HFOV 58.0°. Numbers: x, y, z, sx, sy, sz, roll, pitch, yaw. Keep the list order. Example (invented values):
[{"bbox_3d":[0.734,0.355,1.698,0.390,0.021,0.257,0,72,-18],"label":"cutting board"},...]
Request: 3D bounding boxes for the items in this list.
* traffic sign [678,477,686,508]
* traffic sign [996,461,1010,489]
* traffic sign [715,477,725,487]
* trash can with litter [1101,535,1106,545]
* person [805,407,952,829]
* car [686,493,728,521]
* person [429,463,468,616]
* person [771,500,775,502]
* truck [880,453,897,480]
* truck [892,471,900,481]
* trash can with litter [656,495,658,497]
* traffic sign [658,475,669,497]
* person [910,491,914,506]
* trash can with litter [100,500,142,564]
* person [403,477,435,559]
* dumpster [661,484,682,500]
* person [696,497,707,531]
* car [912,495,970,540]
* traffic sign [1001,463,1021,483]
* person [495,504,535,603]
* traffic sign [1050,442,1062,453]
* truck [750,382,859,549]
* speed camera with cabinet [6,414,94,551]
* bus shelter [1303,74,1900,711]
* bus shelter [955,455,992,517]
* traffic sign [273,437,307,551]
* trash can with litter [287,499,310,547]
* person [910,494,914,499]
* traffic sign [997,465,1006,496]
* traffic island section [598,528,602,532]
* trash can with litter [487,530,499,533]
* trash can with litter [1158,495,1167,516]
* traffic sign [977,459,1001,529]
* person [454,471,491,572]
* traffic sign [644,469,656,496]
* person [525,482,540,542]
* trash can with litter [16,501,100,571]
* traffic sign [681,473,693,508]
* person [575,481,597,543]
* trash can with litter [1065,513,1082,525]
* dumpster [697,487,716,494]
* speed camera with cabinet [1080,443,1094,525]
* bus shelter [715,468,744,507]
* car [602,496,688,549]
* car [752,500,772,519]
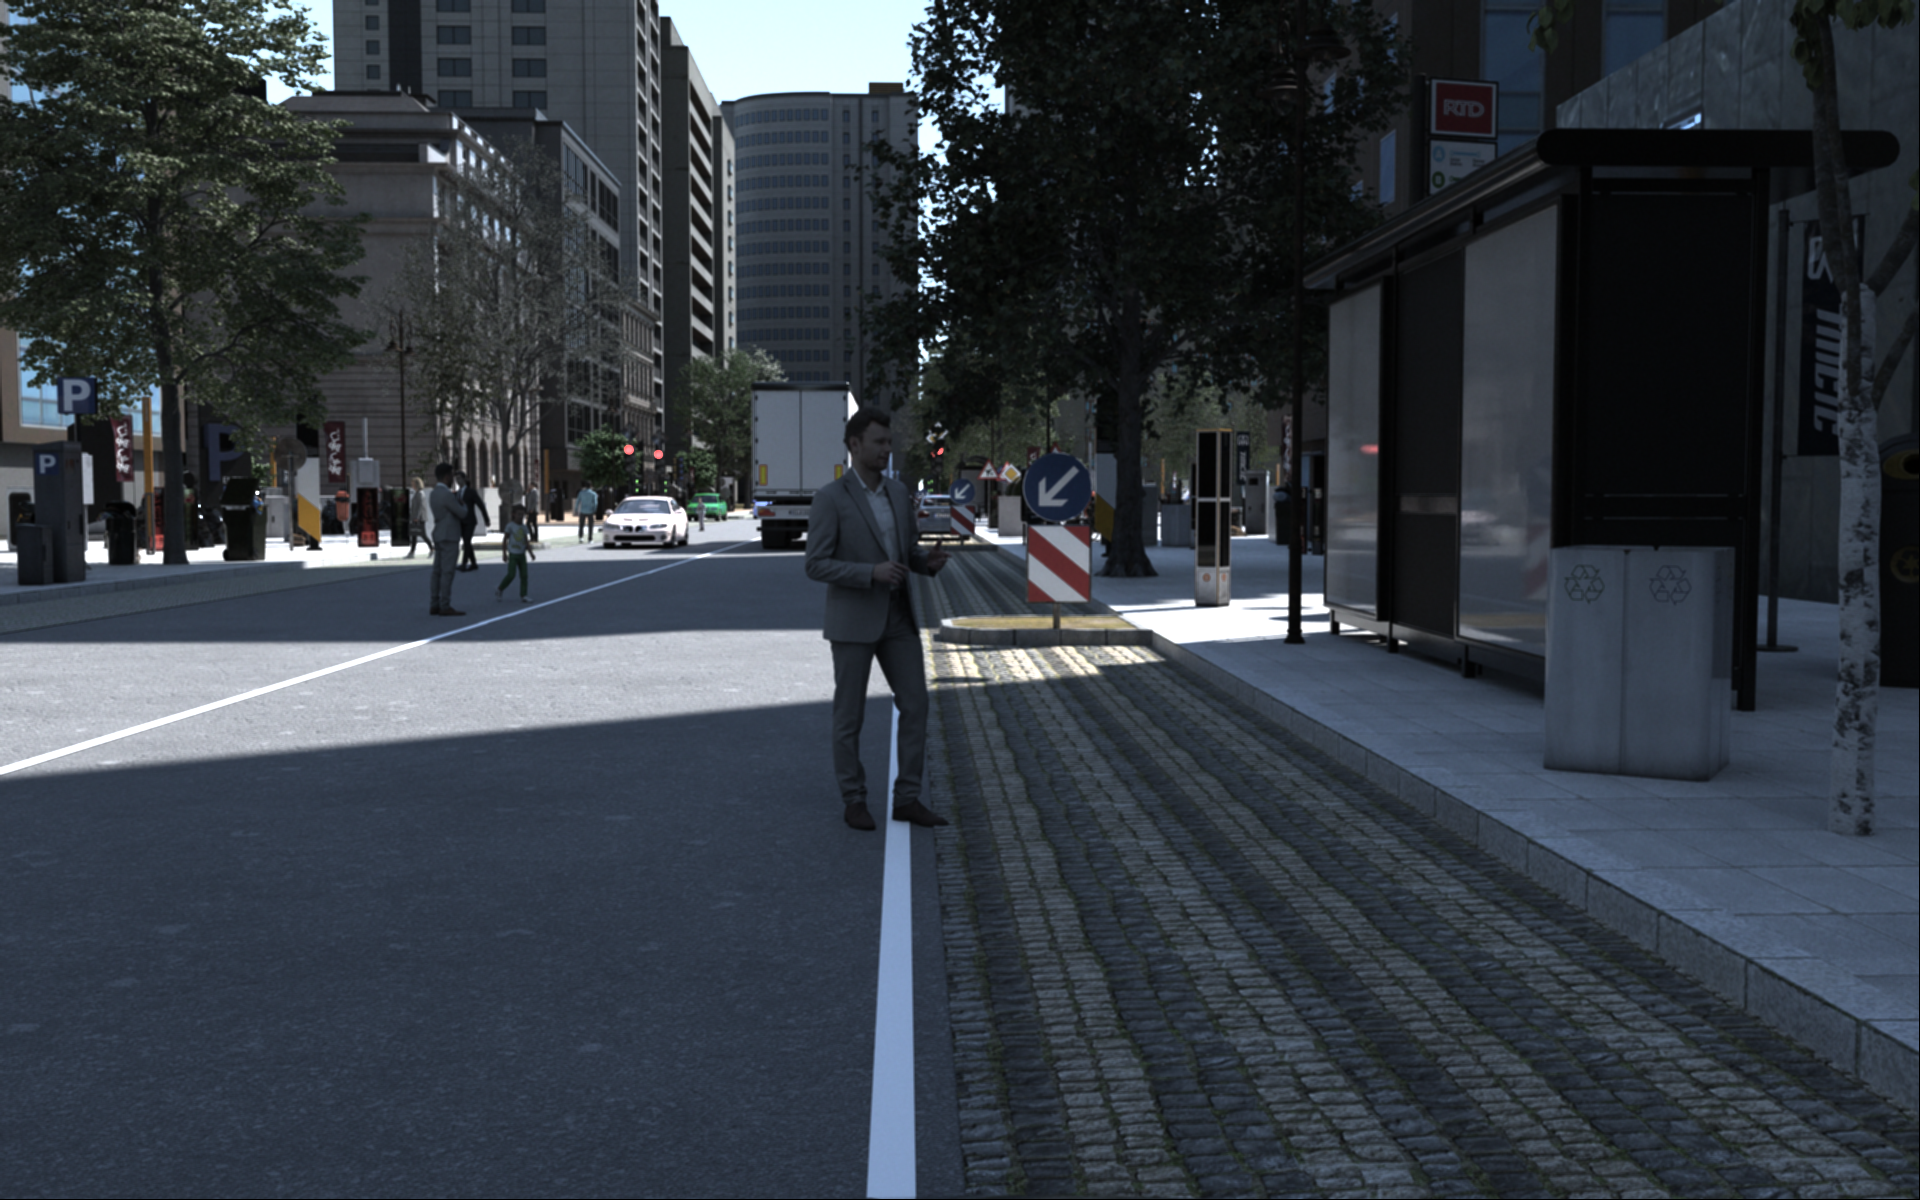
[{"bbox_3d":[-17.142,-6.394,106.674,0.606,2.300,0.079,0,4,0],"label":"traffic sign"},{"bbox_3d":[1.851,-4.156,67.948,0.884,2.594,0.081,0,4,7],"label":"traffic sign"},{"bbox_3d":[-18.096,-7.987,130.698,0.768,2.556,0.104,0,4,-1],"label":"traffic sign"},{"bbox_3d":[3.988,-1.969,43.576,1.055,1.170,0.624,-1,4,-12],"label":"trash can with litter"},{"bbox_3d":[-0.324,0.080,7.397,0.583,1.804,0.606,3,5,43],"label":"person"},{"bbox_3d":[-13.384,-5.062,91.562,1.959,1.807,4.718,0,4,-1],"label":"car"},{"bbox_3d":[-6.042,-0.725,20.542,0.511,1.800,0.466,3,4,37],"label":"person"},{"bbox_3d":[-9.027,-4.674,85.263,0.374,1.781,0.599,-3,5,-43],"label":"person"},{"bbox_3d":[-4.846,-6.229,91.597,2.967,4.110,18.799,0,4,-2],"label":"truck"},{"bbox_3d":[-7.838,-12.509,194.276,2.967,4.110,18.799,0,4,-2],"label":"truck"},{"bbox_3d":[-21.063,-6.651,119.799,1.678,1.210,2.233,-1,4,-17],"label":"trash can with litter"},{"bbox_3d":[-15.663,-5.469,91.555,0.606,2.300,0.079,0,4,7],"label":"traffic sign"},{"bbox_3d":[-5.034,-10.525,181.142,0.434,1.755,0.990,1,4,13],"label":"person"},{"bbox_3d":[-15.331,-1.239,31.644,0.624,1.170,1.055,-1,4,-16],"label":"trash can with litter"},{"bbox_3d":[-11.894,-1.801,38.134,0.728,1.800,0.709,-2,4,-25],"label":"person"},{"bbox_3d":[-17.468,-6.029,104.337,1.264,1.857,1.865,0,4,-2],"label":"dumpster"},{"bbox_3d":[-10.013,-3.317,67.012,0.425,1.301,0.394,0,4,6],"label":"person"},{"bbox_3d":[-0.600,-2.598,54.472,2.014,1.417,4.499,0,4,-2],"label":"car"},{"bbox_3d":[1.912,-3.893,64.843,0.795,2.450,0.064,0,4,2],"label":"traffic sign"},{"bbox_3d":[-5.899,-0.624,22.944,0.590,1.304,0.306,2,4,27],"label":"person"},{"bbox_3d":[2.365,-2.630,43.003,0.884,2.594,0.081,0,4,4],"label":"traffic sign"},{"bbox_3d":[-4.154,-3.668,48.882,2.839,4.237,11.283,0,4,-2],"label":"truck"},{"bbox_3d":[-20.467,-2.725,38.893,2.038,3.252,0.660,1,4,20],"label":"speed camera with cabinet"},{"bbox_3d":[4.233,-2.244,14.314,2.179,5.291,8.768,0,4,-2],"label":"bus shelter"},{"bbox_3d":[0.848,-6.050,92.849,2.014,3.302,5.546,0,4,-2],"label":"bus shelter"},{"bbox_3d":[-15.072,-2.378,38.981,0.768,2.556,0.104,0,4,3],"label":"traffic sign"},{"bbox_3d":[-16.213,-1.912,42.645,0.624,1.170,1.055,-1,4,-15],"label":"trash can with litter"},{"bbox_3d":[-5.127,-10.244,179.182,0.628,1.438,0.799,3,4,37],"label":"person"},{"bbox_3d":[1.977,-4.641,75.989,0.768,2.556,0.104,0,4,5],"label":"traffic sign"},{"bbox_3d":[-12.696,-2.718,66.726,2.009,0.180,2.903,0,4,-2],"label":"traffic island section"},{"bbox_3d":[-15.700,-2.791,56.686,2.233,1.210,1.678,-1,4,-14],"label":"trash can with litter"},{"bbox_3d":[11.710,-5.565,102.048,1.678,1.210,2.233,3,5,43],"label":"trash can with litter"},{"bbox_3d":[1.054,-3.868,63.250,0.884,2.594,0.081,0,4,0],"label":"traffic sign"},{"bbox_3d":[-9.163,-1.452,32.019,0.659,1.850,0.755,2,4,27],"label":"person"},{"bbox_3d":[-16.037,-5.455,89.302,0.768,2.556,0.104,0,4,4],"label":"traffic sign"},{"bbox_3d":[-12.641,-2.598,51.158,0.473,1.802,0.592,0,4,3],"label":"person"},{"bbox_3d":[-14.467,-0.996,27.676,1.055,1.170,0.624,0,4,-7],"label":"trash can with litter"},{"bbox_3d":[-16.709,-6.470,105.887,0.768,2.556,0.104,0,4,4],"label":"traffic sign"},{"bbox_3d":[-10.904,-2.566,50.473,0.660,1.820,0.620,0,4,-4],"label":"person"},{"bbox_3d":[3.826,-2.687,55.313,1.055,1.170,0.624,3,5,41],"label":"trash can with litter"},{"bbox_3d":[-18.582,-7.403,126.799,1.264,1.857,1.865,0,4,-2],"label":"dumpster"},{"bbox_3d":[4.768,-4.465,67.335,0.660,3.252,2.038,0,4,-4],"label":"speed camera with cabinet"},{"bbox_3d":[-18.417,-8.790,137.645,2.014,3.302,5.546,0,4,-2],"label":"bus shelter"},{"bbox_3d":[-8.509,-2.126,47.116,2.083,1.381,4.827,0,4,-2],"label":"car"},{"bbox_3d":[-11.030,-5.548,100.304,1.945,1.707,3.694,0,4,-2],"label":"car"}]
